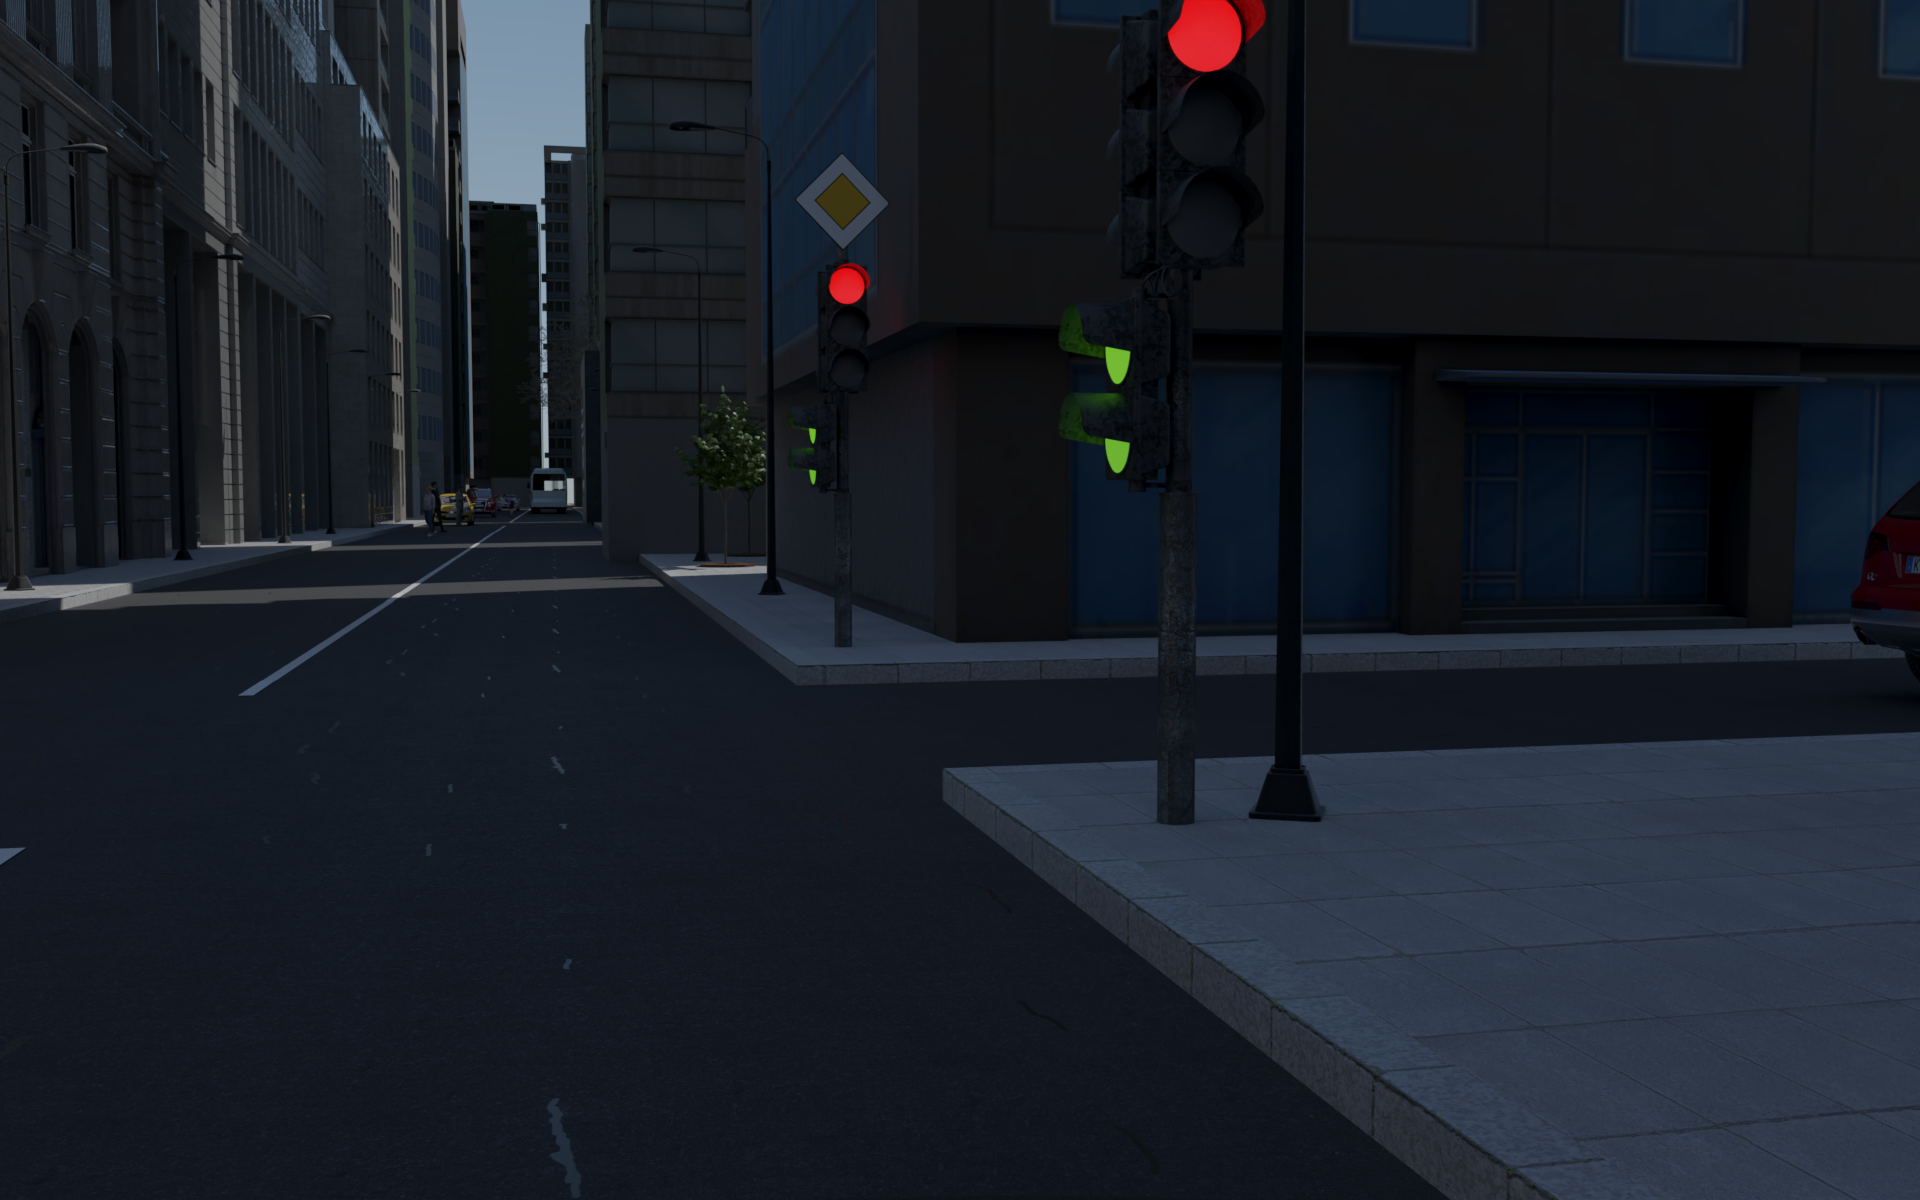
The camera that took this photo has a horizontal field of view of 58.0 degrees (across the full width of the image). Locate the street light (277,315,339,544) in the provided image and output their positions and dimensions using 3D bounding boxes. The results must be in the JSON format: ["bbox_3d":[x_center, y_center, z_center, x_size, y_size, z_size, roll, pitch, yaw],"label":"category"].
[{"bbox_3d":[-17.033,-4.429,44.961,1.470,5.913,1.316,-1,4,-13],"label":"street light"}]

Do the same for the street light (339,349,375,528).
[{"bbox_3d":[-19.633,-5.071,55.446,1.470,5.913,1.316,-1,4,-13],"label":"street light"}]

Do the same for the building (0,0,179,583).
[{"bbox_3d":[-19.192,-11.034,22.202,13.314,21.916,24.055,-1,4,-13],"label":"building"}]

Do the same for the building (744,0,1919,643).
[{"bbox_3d":[4.998,-22.709,21.405,14.200,45.320,14.600,-1,4,-13],"label":"building"}]

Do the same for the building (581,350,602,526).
[{"bbox_3d":[-4.809,-46.506,73.037,22.319,86.520,31.000,-1,4,-13],"label":"building"}]

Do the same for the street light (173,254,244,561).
[{"bbox_3d":[-14.531,-3.729,33.518,1.470,5.913,1.316,-1,4,-13],"label":"street light"}]

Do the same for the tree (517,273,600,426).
[{"bbox_3d":[-18.740,-11.210,93.652,12.009,13.543,11.850,0,3,0],"label":"tree"}]

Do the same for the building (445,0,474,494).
[{"bbox_3d":[-50.091,-30.563,149.819,14.200,45.320,14.600,-1,4,-13],"label":"building"}]

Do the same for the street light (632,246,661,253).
[{"bbox_3d":[-5.446,-3.680,32.712,1.470,5.913,1.316,-1,4,-13],"label":"street light"}]

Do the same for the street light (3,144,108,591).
[{"bbox_3d":[-12.004,-3.087,23.015,1.470,5.913,1.316,-1,4,-13],"label":"street light"}]

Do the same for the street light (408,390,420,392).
[{"bbox_3d":[-24.669,-6.389,76.996,1.470,5.913,1.316,-1,4,-13],"label":"street light"}]

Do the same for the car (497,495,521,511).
[{"bbox_3d":[-38.715,-8.326,148.486,2.083,1.381,4.827,-1,4,-13],"label":"car"}]

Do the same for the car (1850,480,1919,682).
[{"bbox_3d":[8.817,-0.196,11.871,5.304,1.827,2.281,-1,4,-14],"label":"car"}]

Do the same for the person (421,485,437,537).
[{"bbox_3d":[-17.892,-3.014,58.452,0.731,1.740,0.598,2,4,24],"label":"person"}]

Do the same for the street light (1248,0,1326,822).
[{"bbox_3d":[0.783,-2.085,6.639,1.470,5.913,1.316,-1,4,-13],"label":"street light"}]

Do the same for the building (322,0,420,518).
[{"bbox_3d":[-36.333,-24.866,90.160,14.154,41.232,14.086,-1,4,-13],"label":"building"}]

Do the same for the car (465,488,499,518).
[{"bbox_3d":[-29.388,-5.948,105.929,2.281,1.827,5.304,-1,4,-14],"label":"car"}]

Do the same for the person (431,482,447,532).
[{"bbox_3d":[-19.655,-3.498,65.058,0.648,1.900,0.474,2,4,25],"label":"person"}]

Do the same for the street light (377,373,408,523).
[{"bbox_3d":[-22.033,-5.727,66.185,1.470,5.913,1.316,-1,4,-13],"label":"street light"}]

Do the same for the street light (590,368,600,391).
[{"bbox_3d":[-12.820,-5.610,64.269,1.470,5.913,1.316,-1,4,-13],"label":"street light"}]

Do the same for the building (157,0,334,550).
[{"bbox_3d":[-25.346,-16.569,48.401,11.434,29.767,29.804,-1,4,-13],"label":"building"}]

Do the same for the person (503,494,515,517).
[{"bbox_3d":[-27.696,-5.788,106.371,0.697,1.427,0.421,-1,4,-12],"label":"person"}]

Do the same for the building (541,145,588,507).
[{"bbox_3d":[-32.600,-30.237,186.249,23.993,40.220,32.217,-1,4,-13],"label":"building"}]

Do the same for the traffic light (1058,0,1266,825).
[{"bbox_3d":[0.825,-1.085,6.660,0.839,4.253,0.868,-1,4,-13],"label":"traffic light"}]

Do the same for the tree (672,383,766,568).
[{"bbox_3d":[-4.263,-2.196,30.501,1.663,3.219,1.824,0,3,0],"label":"tree"}]

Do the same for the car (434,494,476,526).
[{"bbox_3d":[-23.057,-4.199,78.870,2.015,1.641,3.980,-1,4,-13],"label":"car"}]

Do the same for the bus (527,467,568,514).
[{"bbox_3d":[-31.086,-8.299,130.545,2.948,3.499,13.247,-1,4,-14],"label":"bus"}]

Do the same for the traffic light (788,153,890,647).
[{"bbox_3d":[-0.999,-1.560,14.435,0.839,4.253,0.868,-1,4,-13],"label":"traffic light"}]

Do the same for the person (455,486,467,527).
[{"bbox_3d":[-22.066,-4.155,76.621,0.466,1.800,0.511,0,4,-1],"label":"person"}]

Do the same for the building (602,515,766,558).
[{"bbox_3d":[-2.176,-22.026,43.724,14.154,41.232,14.086,-1,4,-13],"label":"building"}]

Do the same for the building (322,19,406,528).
[{"bbox_3d":[-29.259,-13.269,71.693,10.420,20.320,16.860,-1,4,-13],"label":"building"}]

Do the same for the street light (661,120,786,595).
[{"bbox_3d":[-2.931,-3.013,21.808,1.470,5.913,1.316,-1,4,-13],"label":"street light"}]

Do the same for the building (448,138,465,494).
[{"bbox_3d":[-46.000,-22.109,133.183,14.160,30.474,14.107,-1,4,-13],"label":"building"}]

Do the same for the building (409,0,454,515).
[{"bbox_3d":[-44.444,-34.768,110.449,21.231,58.520,28.212,-1,4,-13],"label":"building"}]

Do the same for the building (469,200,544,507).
[{"bbox_3d":[-49.002,-24.548,173.064,14.107,30.474,14.160,-1,4,-13],"label":"building"}]
